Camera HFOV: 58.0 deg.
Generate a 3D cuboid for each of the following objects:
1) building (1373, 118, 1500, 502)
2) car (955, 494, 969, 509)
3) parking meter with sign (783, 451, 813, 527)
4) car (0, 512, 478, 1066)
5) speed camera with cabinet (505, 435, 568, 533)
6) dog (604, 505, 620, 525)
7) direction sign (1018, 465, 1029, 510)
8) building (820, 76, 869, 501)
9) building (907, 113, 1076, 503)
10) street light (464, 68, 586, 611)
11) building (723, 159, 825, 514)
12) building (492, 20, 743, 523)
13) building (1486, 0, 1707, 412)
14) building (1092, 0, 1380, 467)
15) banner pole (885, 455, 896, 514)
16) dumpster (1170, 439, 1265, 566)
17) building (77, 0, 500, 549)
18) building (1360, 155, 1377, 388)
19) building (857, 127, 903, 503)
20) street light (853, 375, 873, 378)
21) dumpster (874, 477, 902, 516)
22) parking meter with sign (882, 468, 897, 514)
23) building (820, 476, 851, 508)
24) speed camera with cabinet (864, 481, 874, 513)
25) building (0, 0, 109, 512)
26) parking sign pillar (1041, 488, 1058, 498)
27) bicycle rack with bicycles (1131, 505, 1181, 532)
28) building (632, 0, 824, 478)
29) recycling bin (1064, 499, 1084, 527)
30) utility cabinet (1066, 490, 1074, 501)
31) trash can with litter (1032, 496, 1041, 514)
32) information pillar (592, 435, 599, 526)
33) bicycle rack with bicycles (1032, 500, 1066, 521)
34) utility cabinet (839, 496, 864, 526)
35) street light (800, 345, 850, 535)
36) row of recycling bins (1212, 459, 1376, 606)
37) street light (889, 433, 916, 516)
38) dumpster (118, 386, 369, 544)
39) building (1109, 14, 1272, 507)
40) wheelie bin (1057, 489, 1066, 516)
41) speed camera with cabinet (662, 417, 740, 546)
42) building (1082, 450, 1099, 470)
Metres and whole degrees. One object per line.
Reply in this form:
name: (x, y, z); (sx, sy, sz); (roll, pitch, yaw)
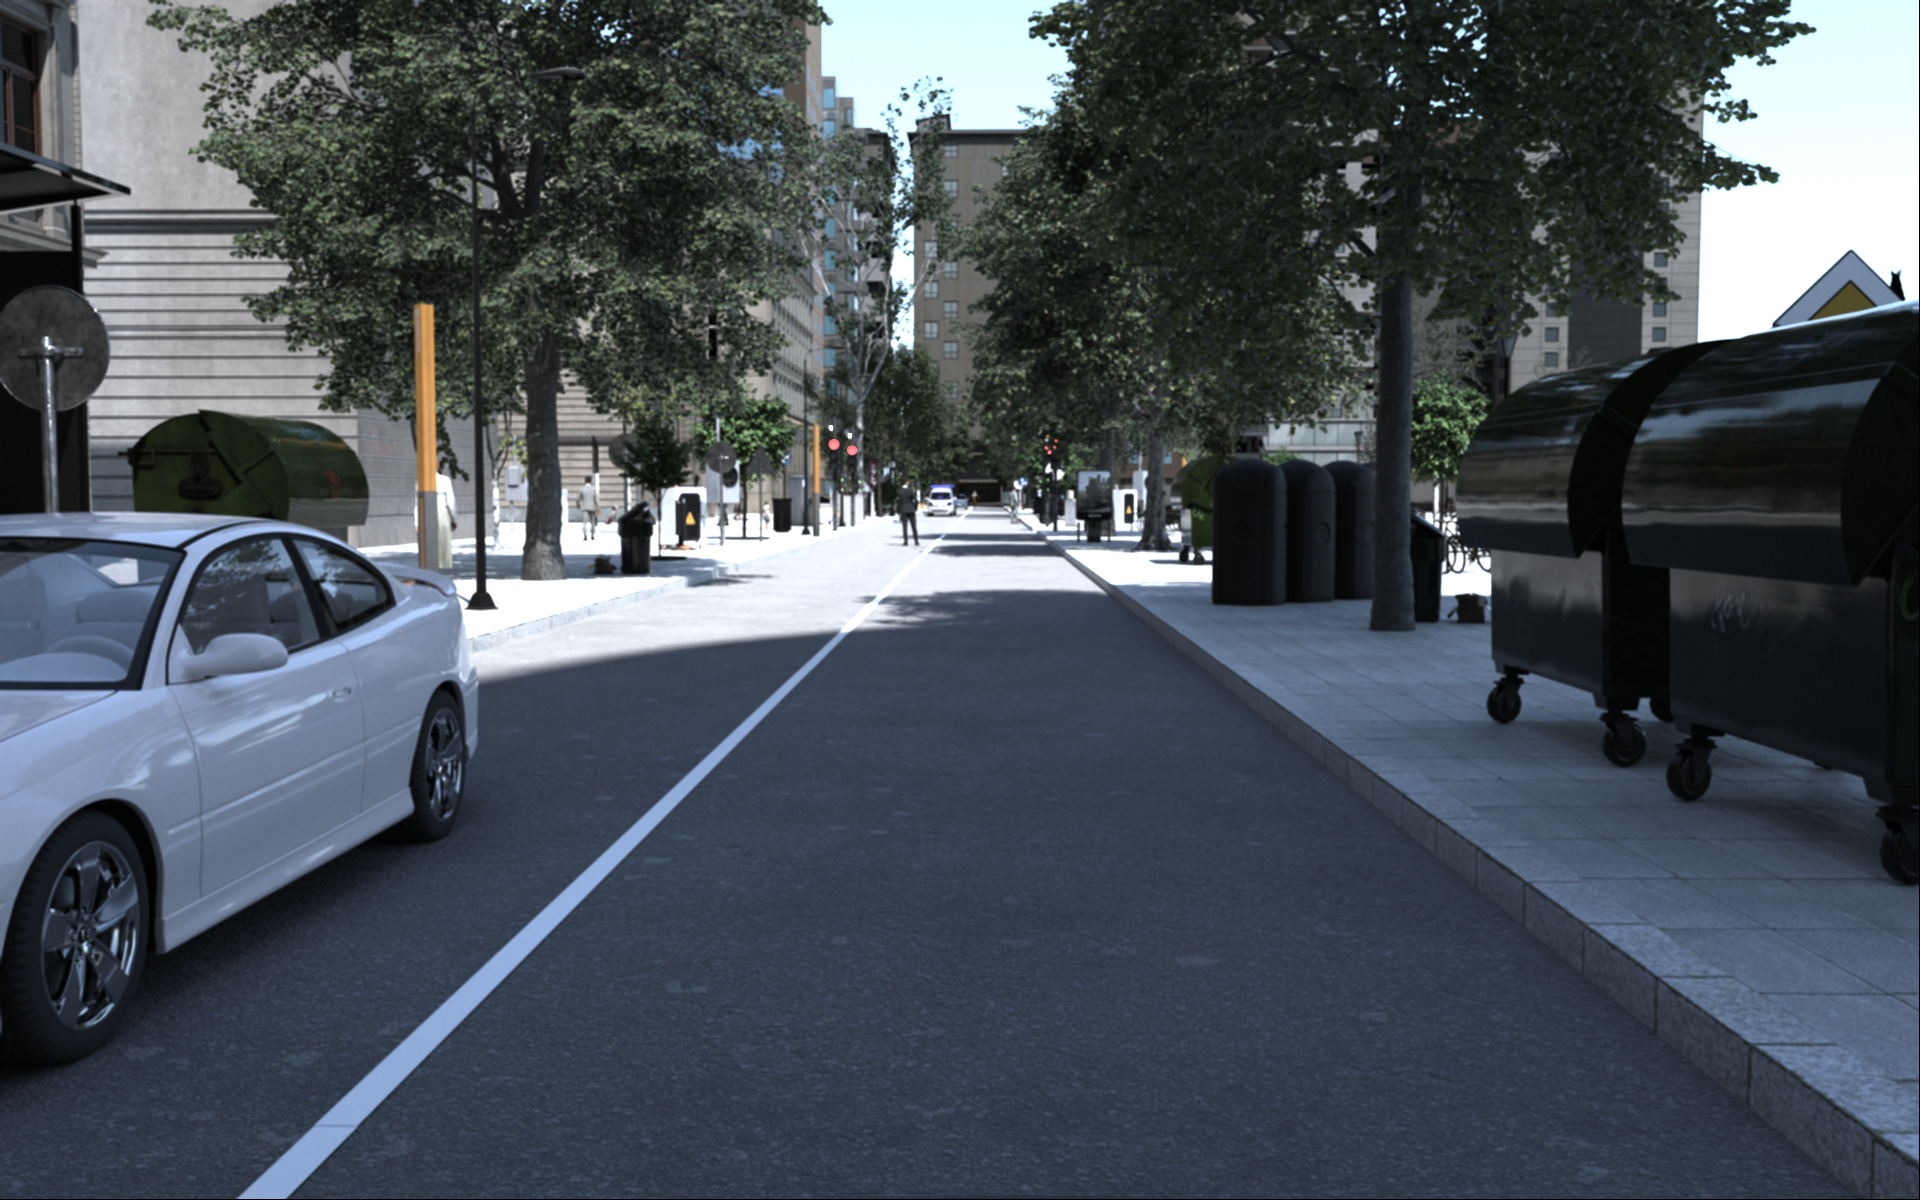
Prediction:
building: (53.508, -33.790, 202.581); (14.200, 45.320, 14.600); (0, 4, 1)
car: (-0.147, -9.354, 164.948); (2.014, 1.417, 4.499); (0, 4, 0)
parking meter with sign: (-6.392, -4.429, 68.668); (1.738, 3.016, 0.543); (3, 5, 41)
car: (-3.085, 0.397, 5.874); (2.083, 1.381, 4.827); (0, 4, 1)
speed camera with cabinet: (-14.202, -3.898, 58.065); (2.038, 3.252, 0.660); (1, 4, 16)
dog: (-14.471, -3.501, 71.628); (0.513, 0.831, 0.800); (-2, 4, -35)
direction sign: (5.001, -8.871, 137.032); (0.876, 3.537, 0.379); (1, 4, 12)
building: (-26.011, -35.415, 198.649); (30.456, 49.044, 23.786); (0, 4, 1)
building: (6.808, -40.287, 247.936); (27.495, 52.752, 28.713); (0, 4, 1)
street light: (-4.771, -2.844, 19.037); (1.470, 5.913, 1.316); (0, 4, 1)
building: (-19.235, -17.894, 125.852); (16.112, 22.955, 30.059); (0, 4, 1)
building: (-19.165, -16.730, 92.627); (14.460, 24.649, 34.723); (0, 4, 1)
building: (70.872, -46.526, 198.946); (20.611, 71.187, 20.563); (0, 4, 1)
building: (27.791, -36.231, 181.607); (28.713, 52.752, 27.495); (0, 4, 1)
banner pole: (-4.490, -7.392, 110.875); (0.863, 3.779, 0.401); (1, 4, 9)
dumpster: (4.700, -1.787, 31.711); (1.502, 2.255, 1.985); (0, 4, 1)
building: (-25.504, -12.484, 45.907); (24.055, 21.916, 13.314); (0, 4, 1)
building: (39.304, -33.781, 202.429); (14.200, 45.320, 14.600); (0, 4, 1)
building: (-21.050, -40.316, 248.411); (27.495, 52.752, 28.713); (0, 4, 1)
street light: (-4.073, -5.810, 67.534); (1.470, 5.913, 1.316); (0, 4, 1)
dumpster: (-4.336, -6.020, 100.919); (1.502, 2.255, 1.985); (0, 4, 1)
parking meter with sign: (-4.512, -7.237, 114.581); (0.543, 3.016, 1.738); (1, 4, 18)
building: (-27.060, -29.176, 168.909); (32.217, 40.220, 23.993); (0, 4, 1)
speed camera with cabinet: (-6.283, -7.634, 119.154); (0.660, 3.252, 2.038); (0, 4, 2)
building: (-19.733, -11.165, 18.709); (11.583, 22.565, 21.152); (0, 4, 1)
parking sign pillar: (5.980, -7.801, 116.025); (1.447, 3.967, 1.447); (3, 5, 42)
bicycle rack with bicycles: (7.185, -2.823, 59.546); (2.925, 0.926, 2.852); (-1, 4, -9)
building: (-19.379, -30.548, 149.574); (14.600, 45.320, 14.200); (0, 4, 1)
recycling bin: (4.588, -3.391, 68.005); (0.722, 1.027, 0.722); (-3, 5, -41)
utility cabinet: (5.973, -5.212, 93.895); (0.318, 1.500, 1.173); (0, 4, -3)
trash can with litter: (4.892, -6.078, 110.762); (0.624, 1.170, 1.055); (0, 4, 5)
information pillar: (-14.515, -4.747, 68.974); (0.183, 3.616, 0.504); (-2, 4, -30)
bicycle rack with bicycles: (4.892, -4.234, 82.605); (2.925, 0.926, 2.852); (2, 4, 30)
utility cabinet: (-4.411, -3.622, 70.375); (1.020, 1.237, 0.306); (0, 4, -5)
street light: (-4.295, -4.997, 54.241); (1.470, 5.913, 1.316); (0, 4, 1)
row of recycling bins: (4.372, -0.858, 21.147); (1.069, 1.692, 3.534); (3, 5, 45)
street light: (-3.507, -7.948, 102.489); (1.470, 5.913, 1.316); (0, 4, 1)
dumpster: (-6.371, -0.796, 15.508); (1.502, 2.255, 1.985); (0, 4, 1)
building: (20.437, -31.203, 160.277); (14.600, 45.320, 14.200); (0, 4, 1)
wheelie bin: (6.006, -5.808, 102.869); (0.693, 1.594, 0.980); (-2, 4, -29)
speed camera with cabinet: (-6.474, -2.995, 43.305); (0.660, 3.252, 2.038); (3, 5, 44)
building: (21.344, -31.762, 202.898); (14.154, 41.232, 14.086); (0, 4, 1)
